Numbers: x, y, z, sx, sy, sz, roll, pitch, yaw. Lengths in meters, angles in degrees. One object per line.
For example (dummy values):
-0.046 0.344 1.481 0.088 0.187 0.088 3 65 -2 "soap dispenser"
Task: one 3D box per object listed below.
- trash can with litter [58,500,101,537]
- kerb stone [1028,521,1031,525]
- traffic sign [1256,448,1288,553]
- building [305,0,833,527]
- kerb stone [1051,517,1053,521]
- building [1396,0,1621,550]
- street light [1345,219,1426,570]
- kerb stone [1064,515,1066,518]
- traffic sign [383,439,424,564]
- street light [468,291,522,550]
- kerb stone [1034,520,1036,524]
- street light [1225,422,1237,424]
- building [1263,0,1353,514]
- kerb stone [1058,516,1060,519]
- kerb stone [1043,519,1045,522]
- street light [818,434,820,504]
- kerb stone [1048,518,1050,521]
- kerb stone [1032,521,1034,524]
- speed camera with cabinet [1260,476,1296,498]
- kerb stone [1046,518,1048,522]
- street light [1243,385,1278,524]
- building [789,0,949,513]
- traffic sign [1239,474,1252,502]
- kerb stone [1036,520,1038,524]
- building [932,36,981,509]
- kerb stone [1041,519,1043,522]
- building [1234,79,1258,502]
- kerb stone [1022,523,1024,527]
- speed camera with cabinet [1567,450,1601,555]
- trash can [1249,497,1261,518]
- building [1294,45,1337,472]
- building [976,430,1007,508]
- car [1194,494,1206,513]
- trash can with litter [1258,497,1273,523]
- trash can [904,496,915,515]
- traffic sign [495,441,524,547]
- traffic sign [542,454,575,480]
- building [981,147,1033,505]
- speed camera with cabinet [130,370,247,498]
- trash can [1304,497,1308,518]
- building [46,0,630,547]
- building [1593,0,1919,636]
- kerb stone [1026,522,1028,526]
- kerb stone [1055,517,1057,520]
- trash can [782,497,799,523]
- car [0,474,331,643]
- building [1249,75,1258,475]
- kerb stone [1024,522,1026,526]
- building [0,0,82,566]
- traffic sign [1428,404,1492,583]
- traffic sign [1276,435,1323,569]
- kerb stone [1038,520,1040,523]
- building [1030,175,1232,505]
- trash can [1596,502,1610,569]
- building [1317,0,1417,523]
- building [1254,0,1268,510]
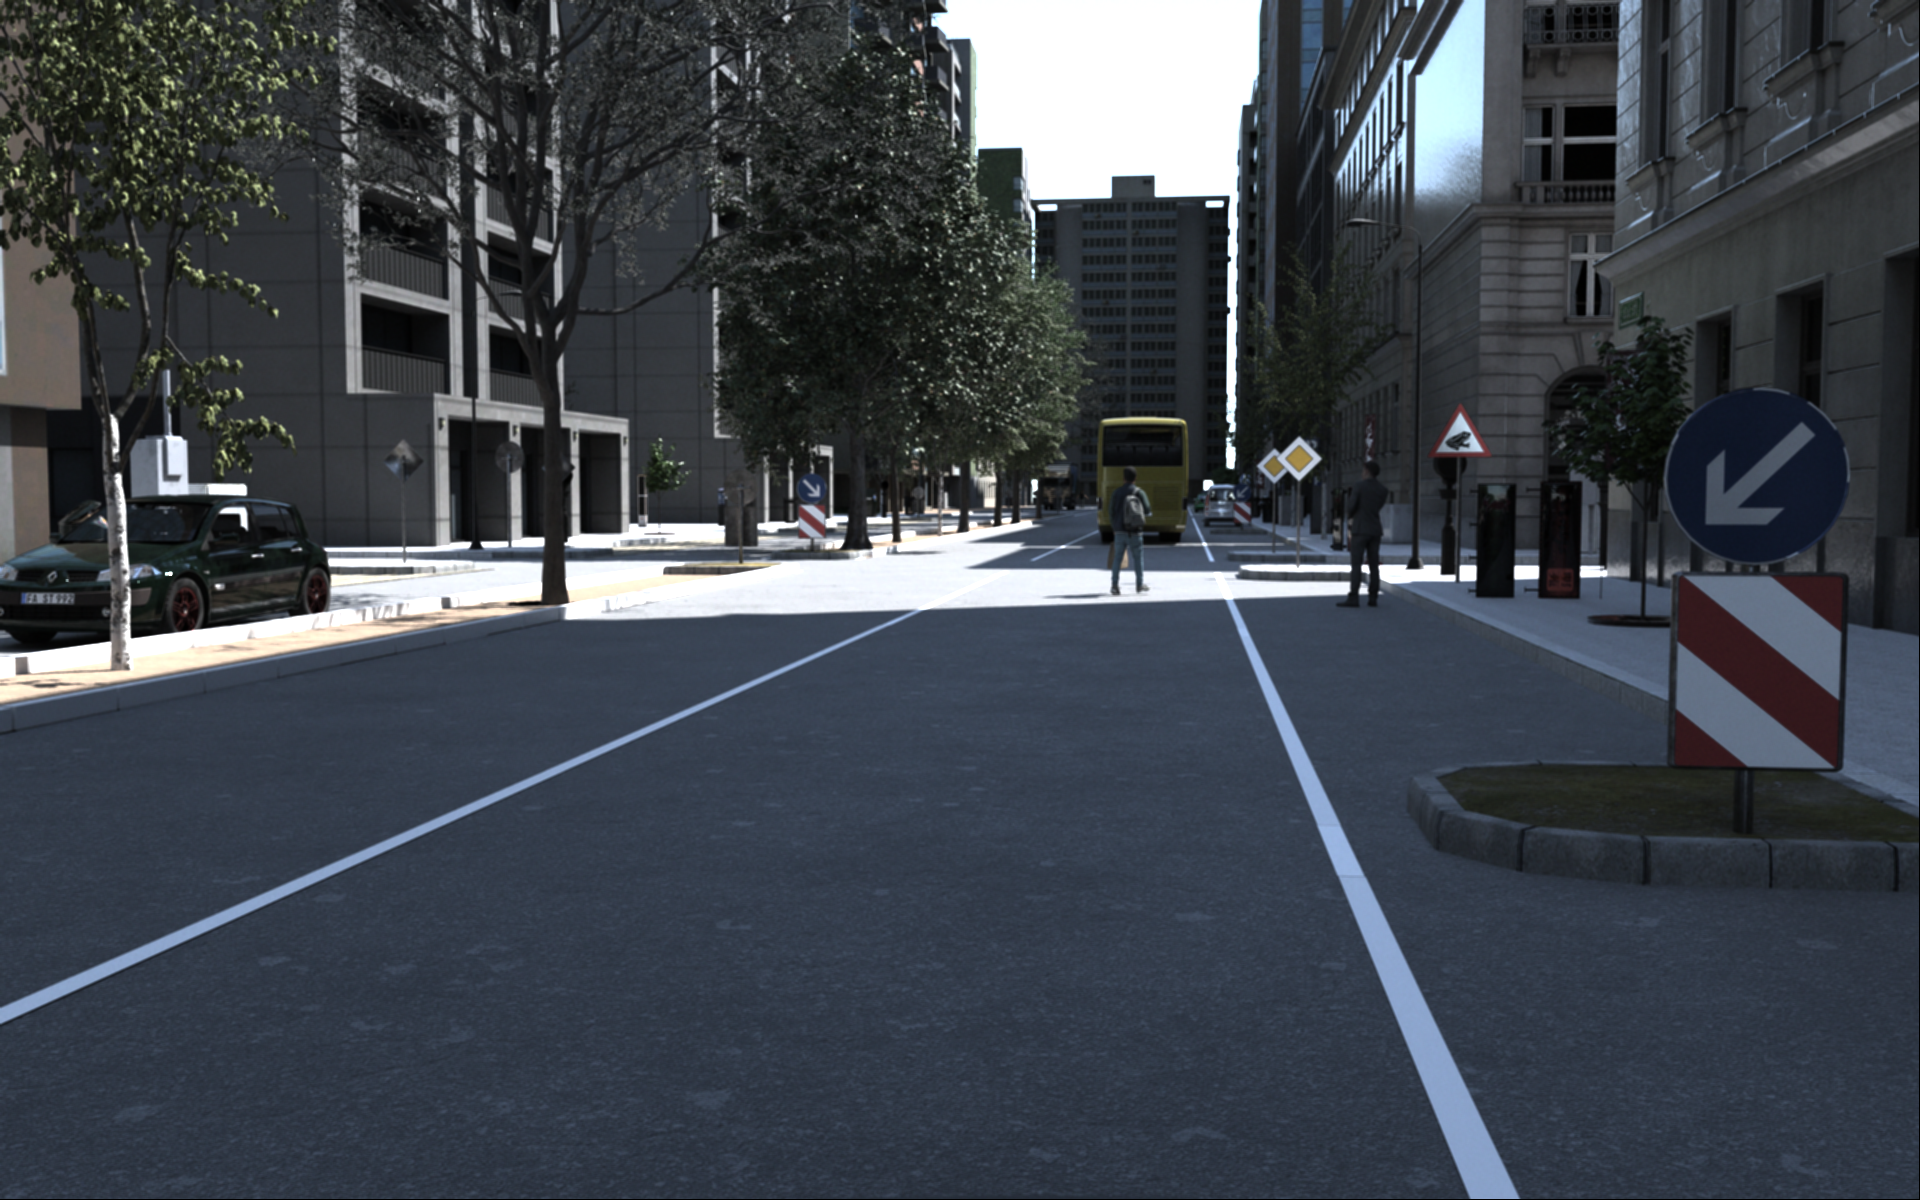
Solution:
-16.162 -1.233 31.548 1.055 1.170 0.624 1 4 17 "trash can with litter"
2.988 -3.450 78.640 0.120 0.150 1.000 0 4 7 "kerb stone"
6.839 -2.084 37.716 0.795 2.450 0.064 0 4 7 "traffic sign"
-17.264 -39.517 84.362 20.563 71.187 20.611 0 4 7 "building"
4.687 -4.259 91.887 0.120 0.150 1.000 0 4 7 "kerb stone"
24.011 -12.331 43.418 24.055 21.916 13.314 0 4 7 "building"
7.218 -3.477 29.388 1.470 5.913 1.316 0 4 7 "street light"
5.986 -4.884 102.060 0.120 0.150 1.000 0 4 7 "kerb stone"
-10.237 -1.726 31.869 0.795 2.450 0.064 0 4 7 "traffic sign"
-10.649 -4.113 39.789 1.470 5.913 1.316 0 4 7 "street light"
3.371 -3.637 81.695 0.120 0.150 1.000 0 4 7 "kerb stone"
17.779 -8.513 111.722 1.470 5.913 1.316 0 4 7 "street light"
28.154 -28.611 117.898 14.600 45.320 14.200 0 4 7 "building"
5.335 -4.570 96.967 0.120 0.150 1.000 0 4 7 "kerb stone"
4.033 -3.951 86.798 0.120 0.150 1.000 0 4 7 "kerb stone"
-5.803 -6.419 77.484 1.470 5.913 1.316 0 4 7 "street light"
4.423 -4.137 89.845 0.120 0.150 1.000 0 4 7 "kerb stone"
3.247 -3.577 80.680 0.120 0.150 1.000 0 4 7 "kerb stone"
16.697 -5.906 90.895 0.660 3.252 2.038 -3 5 -39 "speed camera with cabinet"
4.292 -4.069 88.832 0.120 0.150 1.000 0 4 7 "kerb stone"
12.913 -6.177 73.534 1.470 5.913 1.316 0 4 7 "street light"
-12.786 -29.089 130.226 22.147 44.769 28.867 0 4 7 "building"
17.888 -6.635 108.591 0.768 2.556 0.104 1 4 10 "traffic sign"
3.509 -3.701 82.713 0.120 0.150 1.000 0 4 7 "kerb stone"
-6.253 -28.631 151.708 14.154 41.232 14.086 0 4 7 "building"
3.898 -3.878 85.774 0.120 0.150 1.000 0 4 7 "kerb stone"
43.493 -35.561 205.127 21.600 48.544 21.300 0 4 7 "building"
2.589 -3.265 75.586 0.120 0.150 1.000 0 4 7 "kerb stone"
13.419 -2.623 37.216 0.660 3.252 2.038 1 4 22 "speed camera with cabinet"
16.146 -5.084 94.779 0.748 1.137 0.748 0 3 0 "trash can"
26.884 -18.651 98.455 14.314 27.812 24.014 0 4 7 "building"
-10.985 -20.273 176.500 28.899 21.520 27.650 0 4 7 "building"
18.981 -7.626 133.488 1.959 1.807 4.718 0 4 8 "car"
13.865 -4.034 77.348 1.055 1.170 0.624 -3 5 -39 "trash can with litter"
-3.016 -5.665 104.270 0.748 1.137 0.748 0 3 0 "trash can"
-10.868 -2.547 41.745 0.768 2.556 0.104 1 4 14 "traffic sign"
-9.221 -2.211 39.789 0.795 2.450 0.064 0 4 7 "traffic sign"
1.249 -32.061 207.785 14.086 41.232 14.154 0 4 7 "building"
-12.608 -2.081 28.358 0.660 3.252 2.038 1 4 17 "speed camera with cabinet"
18.256 -4.956 92.680 0.748 1.137 0.748 0 3 0 "trash can"
-21.500 -37.497 51.322 20.563 71.187 20.611 0 4 7 "building"
15.167 -13.910 3.850 17.030 29.872 44.131 0 4 7 "building"
2.851 -3.390 77.627 0.120 0.150 1.000 0 4 7 "kerb stone"
5.075 -4.449 94.937 0.120 0.150 1.000 0 4 7 "kerb stone"
-7.462 -3.951 76.246 0.748 1.137 0.748 0 3 0 "trash can"
-8.080 -0.491 17.821 2.009 1.686 4.222 0 4 7 "car"
39.956 -33.506 167.425 23.786 49.044 30.456 0 4 7 "building"
2.720 -3.323 76.605 0.120 0.150 1.000 0 4 7 "kerb stone"
-22.724 -22.748 22.040 14.200 45.320 14.600 0 4 7 "building"
7.204 -1.529 25.006 0.884 2.594 0.081 1 4 15 "traffic sign"
5.823 -1.600 29.796 0.795 2.450 0.064 0 4 7 "traffic sign"
3.642 -3.757 83.733 0.120 0.150 1.000 0 4 7 "kerb stone"
21.206 -31.916 213.715 23.993 40.220 32.217 0 4 7 "building"
11.257 -1.098 29.601 0.748 1.137 0.748 0 3 0 "trash can"
23.932 -14.557 71.288 16.112 22.955 30.059 0 4 7 "building"
32.042 -28.293 146.177 14.154 41.232 14.086 0 4 7 "building"
